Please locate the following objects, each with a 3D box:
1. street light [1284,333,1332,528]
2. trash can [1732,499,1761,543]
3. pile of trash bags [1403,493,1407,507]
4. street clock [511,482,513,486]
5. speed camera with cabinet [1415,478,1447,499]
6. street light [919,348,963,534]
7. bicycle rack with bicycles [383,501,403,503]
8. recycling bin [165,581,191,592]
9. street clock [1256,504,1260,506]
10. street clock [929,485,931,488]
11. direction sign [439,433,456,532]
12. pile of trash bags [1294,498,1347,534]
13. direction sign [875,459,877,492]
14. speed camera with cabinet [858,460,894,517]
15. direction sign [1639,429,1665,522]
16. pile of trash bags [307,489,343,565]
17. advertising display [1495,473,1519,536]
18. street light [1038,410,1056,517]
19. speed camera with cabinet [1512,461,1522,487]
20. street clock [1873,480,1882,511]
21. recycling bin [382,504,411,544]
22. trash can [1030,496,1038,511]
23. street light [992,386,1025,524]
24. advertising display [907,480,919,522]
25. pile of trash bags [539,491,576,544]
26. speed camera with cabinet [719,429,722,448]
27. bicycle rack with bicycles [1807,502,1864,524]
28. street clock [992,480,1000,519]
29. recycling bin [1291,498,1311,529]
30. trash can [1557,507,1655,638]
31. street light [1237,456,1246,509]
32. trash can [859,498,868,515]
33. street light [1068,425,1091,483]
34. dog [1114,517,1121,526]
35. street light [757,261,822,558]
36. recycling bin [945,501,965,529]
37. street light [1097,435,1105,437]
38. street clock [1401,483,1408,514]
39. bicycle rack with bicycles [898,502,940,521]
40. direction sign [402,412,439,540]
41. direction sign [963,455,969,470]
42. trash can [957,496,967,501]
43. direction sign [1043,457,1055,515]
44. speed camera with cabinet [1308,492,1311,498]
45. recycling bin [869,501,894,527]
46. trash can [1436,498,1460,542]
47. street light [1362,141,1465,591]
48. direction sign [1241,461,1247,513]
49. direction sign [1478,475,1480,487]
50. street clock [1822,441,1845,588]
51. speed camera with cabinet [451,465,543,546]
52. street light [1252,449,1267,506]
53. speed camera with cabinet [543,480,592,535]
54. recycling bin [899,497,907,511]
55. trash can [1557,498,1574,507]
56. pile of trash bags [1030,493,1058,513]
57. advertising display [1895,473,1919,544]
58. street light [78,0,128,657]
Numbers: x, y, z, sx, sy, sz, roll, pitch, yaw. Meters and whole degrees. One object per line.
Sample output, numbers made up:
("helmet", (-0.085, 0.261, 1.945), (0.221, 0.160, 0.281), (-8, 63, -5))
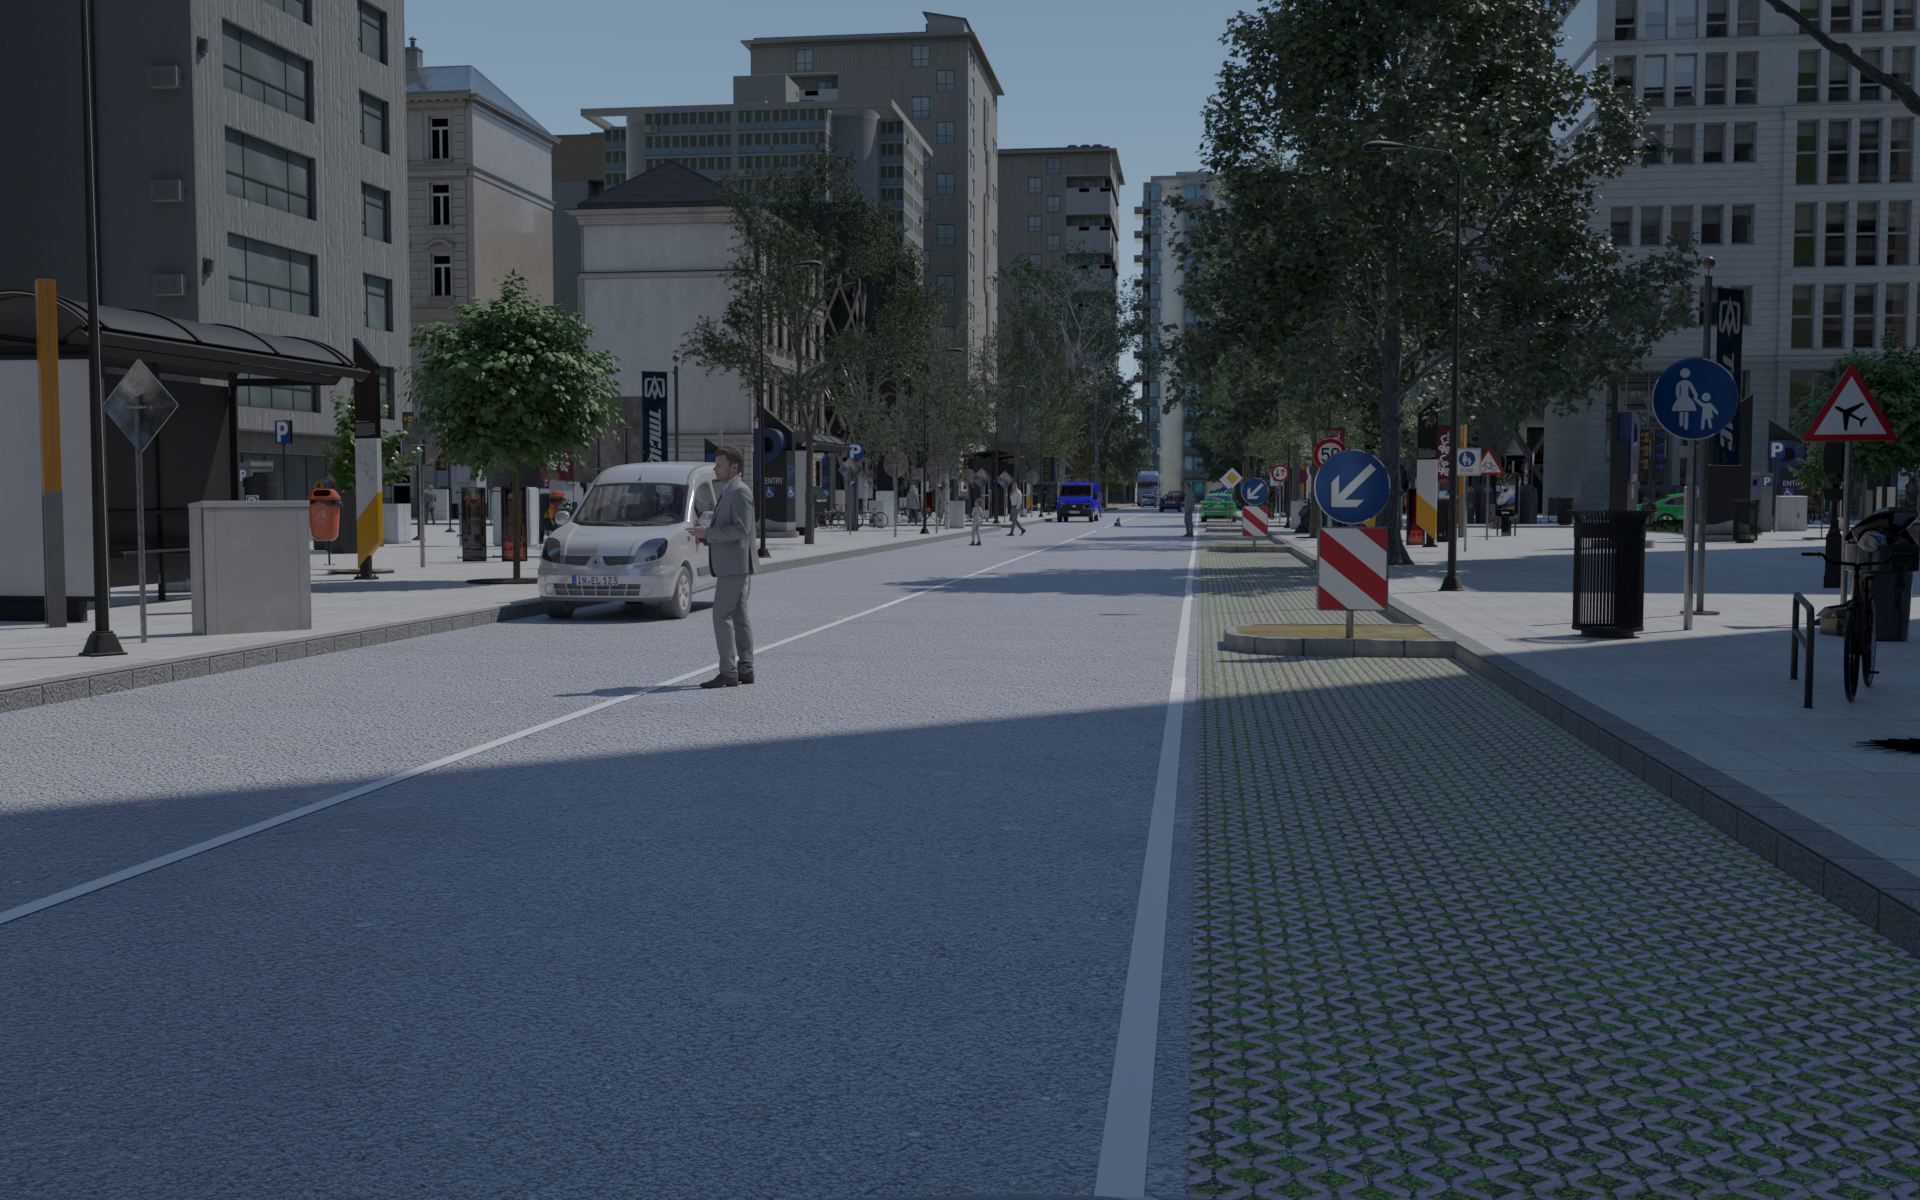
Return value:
("street light", (8.770, -4.352, 43.691), (1.470, 5.913, 1.316), (0, 4, 8))
("trash can", (20.618, -2.067, 45.452), (0.748, 1.137, 0.748), (0, 3, 0))
("pile of trash bags", (29.774, -6.142, 110.166), (3.447, 1.369, 1.912), (-1, 4, -14))
("street clock", (-24.585, -5.573, 95.696), (0.471, 2.002, 0.358), (3, 4, 36))
("speed camera with cabinet", (25.727, -6.101, 94.090), (0.660, 3.252, 2.038), (-3, 4, -38))
("street light", (-0.600, -5.064, 55.345), (1.470, 5.913, 1.316), (0, 4, 8))
("bicycle rack with bicycles", (-39.894, -6.341, 117.063), (2.925, 0.926, 2.852), (2, 4, 32))
("recycling bin", (-10.142, -0.638, 22.979), (0.722, 1.027, 0.722), (0, 4, -2))
("street clock", (15.589, -5.257, 90.527), (0.358, 2.002, 0.471), (-2, 4, -34))
("street clock", (-2.591, -8.393, 141.795), (0.358, 2.002, 0.471), (-2, 4, -28))
("direction sign", (-17.085, -4.034, 57.948), (0.876, 3.537, 0.379), (0, 4, -7))
("pile of trash bags", (12.115, -2.795, 55.446), (1.912, 1.369, 3.447), (-1, 4, -13))
("direction sign", (-4.738, -6.475, 97.861), (0.379, 3.537, 0.876), (-1, 4, -10))
("speed camera with cabinet", (-4.618, -6.225, 96.120), (2.038, 3.252, 0.660), (-1, 4, -23))
("direction sign", (24.129, -4.188, 60.463), (0.876, 3.537, 0.379), (0, 4, -3))
("pile of trash bags", (-12.745, -1.288, 30.817), (3.447, 1.369, 1.912), (0, 4, -6))
("advertising display", (16.689, -2.915, 52.866), (0.123, 1.923, 0.974), (-1, 4, -20))
("street light", (5.006, -7.503, 95.211), (1.470, 5.913, 1.316), (0, 4, 8))
("speed camera with cabinet", (33.123, -6.679, 103.543), (0.660, 3.252, 2.038), (2, 4, 27))
("street clock", (32.760, -3.497, 61.749), (0.358, 2.002, 0.471), (0, 4, 4))
("recycling bin", (-14.722, -1.978, 44.892), (0.722, 1.027, 0.722), (1, 4, 12))
("trash can", (5.515, -7.229, 129.854), (0.748, 1.137, 0.748), (0, 3, 0))
("street light", (2.110, -6.238, 74.533), (1.470, 5.913, 1.316), (0, 4, 8))
("advertising display", (-2.127, -4.489, 78.613), (0.123, 1.923, 0.974), (2, 4, 23))
("pile of trash bags", (-10.873, -2.210, 45.878), (1.912, 1.369, 3.447), (0, 4, -6))
("speed camera with cabinet", (-7.872, -3.589, 53.011), (0.660, 3.252, 2.038), (-3, 5, -42))
("bicycle rack with bicycles", (36.961, -3.708, 74.012), (2.925, 0.926, 2.852), (-1, 4, -19))
("street clock", (1.858, -5.188, 89.391), (0.358, 2.002, 0.471), (2, 4, 35))
("recycling bin", (12.568, -3.099, 63.225), (0.722, 1.027, 0.722), (-2, 4, -33))
("trash can", (5.835, -0.240, 15.578), (0.748, 1.137, 0.748), (0, 3, 0))
("street light", (14.424, -6.862, 84.733), (1.470, 5.913, 1.316), (0, 4, 8))
("trash can", (-5.943, -5.783, 106.205), (0.748, 1.137, 0.748), (0, 3, 0))
("street light", (7.804, -8.768, 115.890), (1.470, 5.913, 1.316), (0, 4, 8))
("dog", (7.093, -3.488, 77.216), (0.550, 0.427, 0.748), (2, 4, 27))
("street light", (-3.439, -3.800, 34.672), (1.470, 5.913, 1.316), (0, 4, 8))
("recycling bin", (-0.193, -3.188, 64.675), (0.722, 1.027, 0.722), (0, 4, 2))
("street light", (10.802, -10.074, 137.245), (1.470, 5.913, 1.316), (0, 4, 8))
("street clock", (28.870, -6.607, 112.602), (0.358, 2.002, 0.471), (3, 5, 43))
("bicycle rack with bicycles", (-2.242, -4.248, 82.837), (2.925, 0.926, 2.852), (0, 4, 5))
("direction sign", (-15.021, -3.423, 47.968), (0.379, 3.537, 0.876), (3, 5, 40))
("direction sign", (0.632, -6.640, 100.554), (0.876, 3.537, 0.379), (1, 4, 13))
("trash can", (0.211, -5.935, 108.683), (0.748, 1.137, 0.748), (0, 3, 0))
("direction sign", (5.450, -6.967, 105.903), (0.876, 3.537, 0.379), (3, 5, 41))
("speed camera with cabinet", (30.518, -9.305, 146.470), (2.038, 3.252, 0.660), (-1, 4, -15))
("recycling bin", (-3.059, -3.350, 67.328), (0.722, 1.027, 0.722), (3, 4, 36))
("trash can", (13.416, -2.263, 48.658), (0.748, 1.137, 0.748), (0, 3, 0))
("street light", (5.989, -3.079, 22.889), (1.470, 5.913, 1.316), (0, 4, 8))
("direction sign", (19.549, -7.772, 119.066), (0.379, 3.537, 0.876), (2, 4, 28))
("direction sign", (29.993, -6.613, 100.123), (0.379, 3.537, 0.876), (1, 4, 13))
("street clock", (11.933, -1.166, 23.627), (0.358, 2.002, 0.471), (3, 5, 40))
("speed camera with cabinet", (-11.486, -2.964, 42.796), (2.038, 3.252, 0.660), (1, 4, 10))
("street light", (11.756, -5.641, 64.779), (1.470, 5.913, 1.316), (0, 4, 8))
("speed camera with cabinet", (-12.324, -3.685, 54.579), (2.038, 3.252, 0.660), (1, 4, 12))
("recycling bin", (-4.013, -7.070, 128.141), (0.722, 1.027, 0.722), (-2, 4, -33))
("trash can", (24.869, -3.641, 71.188), (0.748, 1.137, 0.748), (0, 3, 0))
("pile of trash bags", (7.097, -7.528, 132.837), (3.447, 1.369, 1.912), (1, 4, 11))
("advertising display", (20.008, -1.900, 36.271), (0.123, 1.923, 0.974), (-1, 4, -16))
("street light", (-6.292, -2.508, 13.541), (1.470, 5.913, 1.316), (0, 4, 8))
